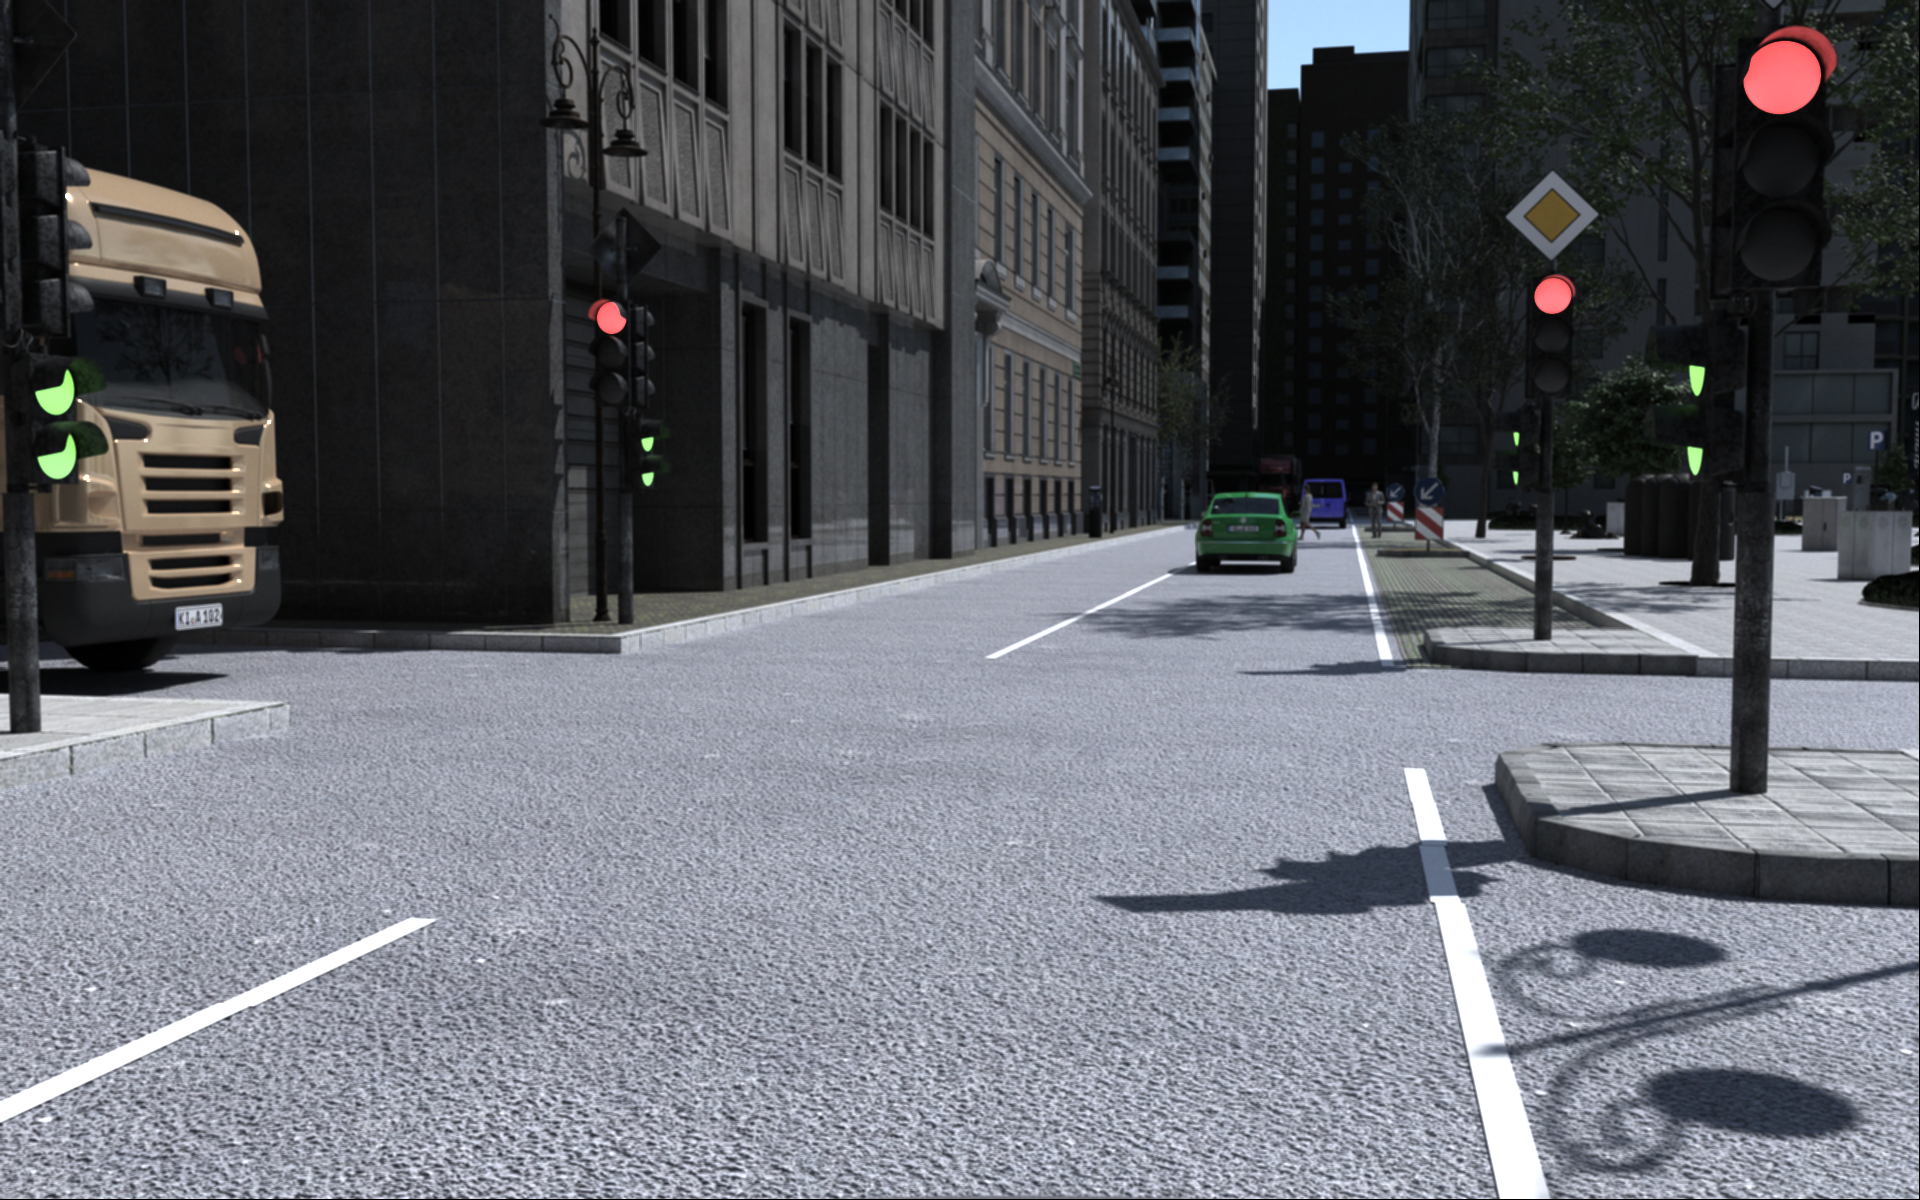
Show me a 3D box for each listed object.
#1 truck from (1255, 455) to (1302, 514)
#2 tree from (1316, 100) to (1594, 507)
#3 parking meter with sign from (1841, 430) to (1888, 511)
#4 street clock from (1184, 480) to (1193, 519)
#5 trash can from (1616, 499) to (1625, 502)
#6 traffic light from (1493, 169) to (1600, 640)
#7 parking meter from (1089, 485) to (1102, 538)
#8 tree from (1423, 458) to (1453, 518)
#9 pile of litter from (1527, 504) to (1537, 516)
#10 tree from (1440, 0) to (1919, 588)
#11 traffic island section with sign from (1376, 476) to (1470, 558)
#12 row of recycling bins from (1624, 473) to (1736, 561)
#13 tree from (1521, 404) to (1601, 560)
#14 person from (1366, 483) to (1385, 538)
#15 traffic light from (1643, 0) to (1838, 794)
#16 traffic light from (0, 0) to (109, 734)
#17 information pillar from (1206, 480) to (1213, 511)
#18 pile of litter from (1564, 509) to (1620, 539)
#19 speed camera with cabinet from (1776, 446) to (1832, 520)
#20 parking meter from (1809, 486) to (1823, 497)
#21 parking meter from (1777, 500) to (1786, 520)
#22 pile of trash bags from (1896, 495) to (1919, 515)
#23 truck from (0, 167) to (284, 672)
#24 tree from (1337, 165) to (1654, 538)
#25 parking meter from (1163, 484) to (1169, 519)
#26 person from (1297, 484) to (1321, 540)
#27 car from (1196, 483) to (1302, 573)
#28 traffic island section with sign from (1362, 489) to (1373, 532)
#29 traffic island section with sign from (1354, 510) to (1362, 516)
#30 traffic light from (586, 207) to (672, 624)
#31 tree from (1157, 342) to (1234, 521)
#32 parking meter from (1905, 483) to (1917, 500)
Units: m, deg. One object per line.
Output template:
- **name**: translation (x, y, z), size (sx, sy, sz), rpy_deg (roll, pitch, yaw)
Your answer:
- **truck**: translation (23.233, -8.362, 125.639), size (2.839, 4.237, 11.283), rpy_deg (1, 4, 14)
- **tree**: translation (23.128, -13.795, 81.445), size (12.611, 20.169, 13.585), rpy_deg (0, 3, 0)
- **parking meter with sign**: translation (24.312, -3.108, 47.076), size (1.738, 3.016, 0.543), rpy_deg (-1, 4, -23)
- **street clock**: translation (11.510, -5.077, 87.587), size (0.471, 2.002, 0.358), rpy_deg (-2, 4, -34)
- **trash can**: translation (20.686, -2.568, 53.632), size (0.748, 1.137, 0.748), rpy_deg (0, 3, 0)
- **traffic light**: translation (5.121, -1.605, 15.164), size (0.839, 4.253, 0.868), rpy_deg (1, 4, 12)
- **parking meter**: translation (3.984, -2.601, 50.942), size (0.372, 1.533, 0.369), rpy_deg (0, 3, 0)
- **tree**: translation (25.604, -5.989, 92.525), size (1.663, 3.219, 1.824), rpy_deg (0, 3, 0)
- **pile of litter**: translation (25.568, -3.861, 77.086), size (1.176, 0.858, 1.719), rpy_deg (-3, 5, -43)
- **tree**: translation (10.400, -5.989, 23.670), size (9.928, 11.665, 9.643), rpy_deg (0, 3, 0)
- **traffic island section with sign**: translation (10.626, -1.905, 39.783), size (1.989, 1.847, 2.006), rpy_deg (1, 4, 12)
- **row of recycling bins**: translation (14.474, -1.705, 34.987), size (1.069, 1.692, 3.534), rpy_deg (0, 4, -4)
- **tree**: translation (11.476, -2.410, 33.999), size (1.663, 3.219, 1.824), rpy_deg (0, 3, 0)
- **person**: translation (13.385, -2.887, 55.902), size (0.606, 1.804, 0.583), rpy_deg (1, 4, 20)
- **traffic light**: translation (3.387, -1.128, 7.369), size (0.839, 4.253, 0.868), rpy_deg (1, 4, 12)
- **traffic light**: translation (-5.023, -1.241, 9.216), size (0.839, 4.253, 0.868), rpy_deg (1, 4, 12)
- **information pillar**: translation (12.810, -5.168, 88.991), size (0.304, 2.012, 0.304), rpy_deg (0, 4, 6)
- **pile of litter**: translation (18.259, -2.204, 50.005), size (1.176, 0.858, 1.719), rpy_deg (-1, 4, -15)
- **speed camera with cabinet**: translation (34.871, -4.724, 71.580), size (2.038, 3.252, 0.660), rpy_deg (1, 4, 23)
- **parking meter**: translation (26.021, -2.708, 52.681), size (0.372, 1.533, 0.369), rpy_deg (0, 3, 0)
- **parking meter**: translation (39.912, -4.633, 84.157), size (0.372, 1.533, 0.369), rpy_deg (0, 3, 0)
- **pile of trash bags**: translation (41.937, -4.115, 77.033), size (3.447, 1.369, 1.912), rpy_deg (2, 4, 26)
- **truck**: translation (-10.398, -1.525, 13.853), size (11.283, 4.237, 2.839), rpy_deg (1, 4, 14)
- **tree**: translation (15.243, -7.077, 50.127), size (8.767, 10.594, 7.601), rpy_deg (0, 4, 0)
- **parking meter**: translation (10.735, -5.204, 90.804), size (0.399, 1.863, 0.255), rpy_deg (0, 4, -7)
- **person**: translation (10.777, -2.714, 53.625), size (0.760, 1.731, 0.466), rpy_deg (0, 4, 6)
- **car**: translation (5.520, -1.484, 33.057), size (1.959, 1.807, 4.718), rpy_deg (1, 4, 12)
- **traffic island section with sign**: translation (16.477, -3.515, 66.098), size (1.989, 1.847, 2.006), rpy_deg (1, 4, 12)
- **traffic island section with sign**: translation (27.262, -6.482, 114.605), size (1.989, 1.847, 2.006), rpy_deg (1, 4, 12)
- **traffic light**: translation (-3.289, -1.718, 17.011), size (0.839, 4.253, 0.868), rpy_deg (1, 4, 12)
- **tree**: translation (11.008, -8.151, 83.636), size (4.360, 8.622, 3.978), rpy_deg (0, 3, 0)
- **parking meter**: translation (43.665, -4.516, 79.546), size (0.399, 1.863, 0.255), rpy_deg (0, 4, 6)
